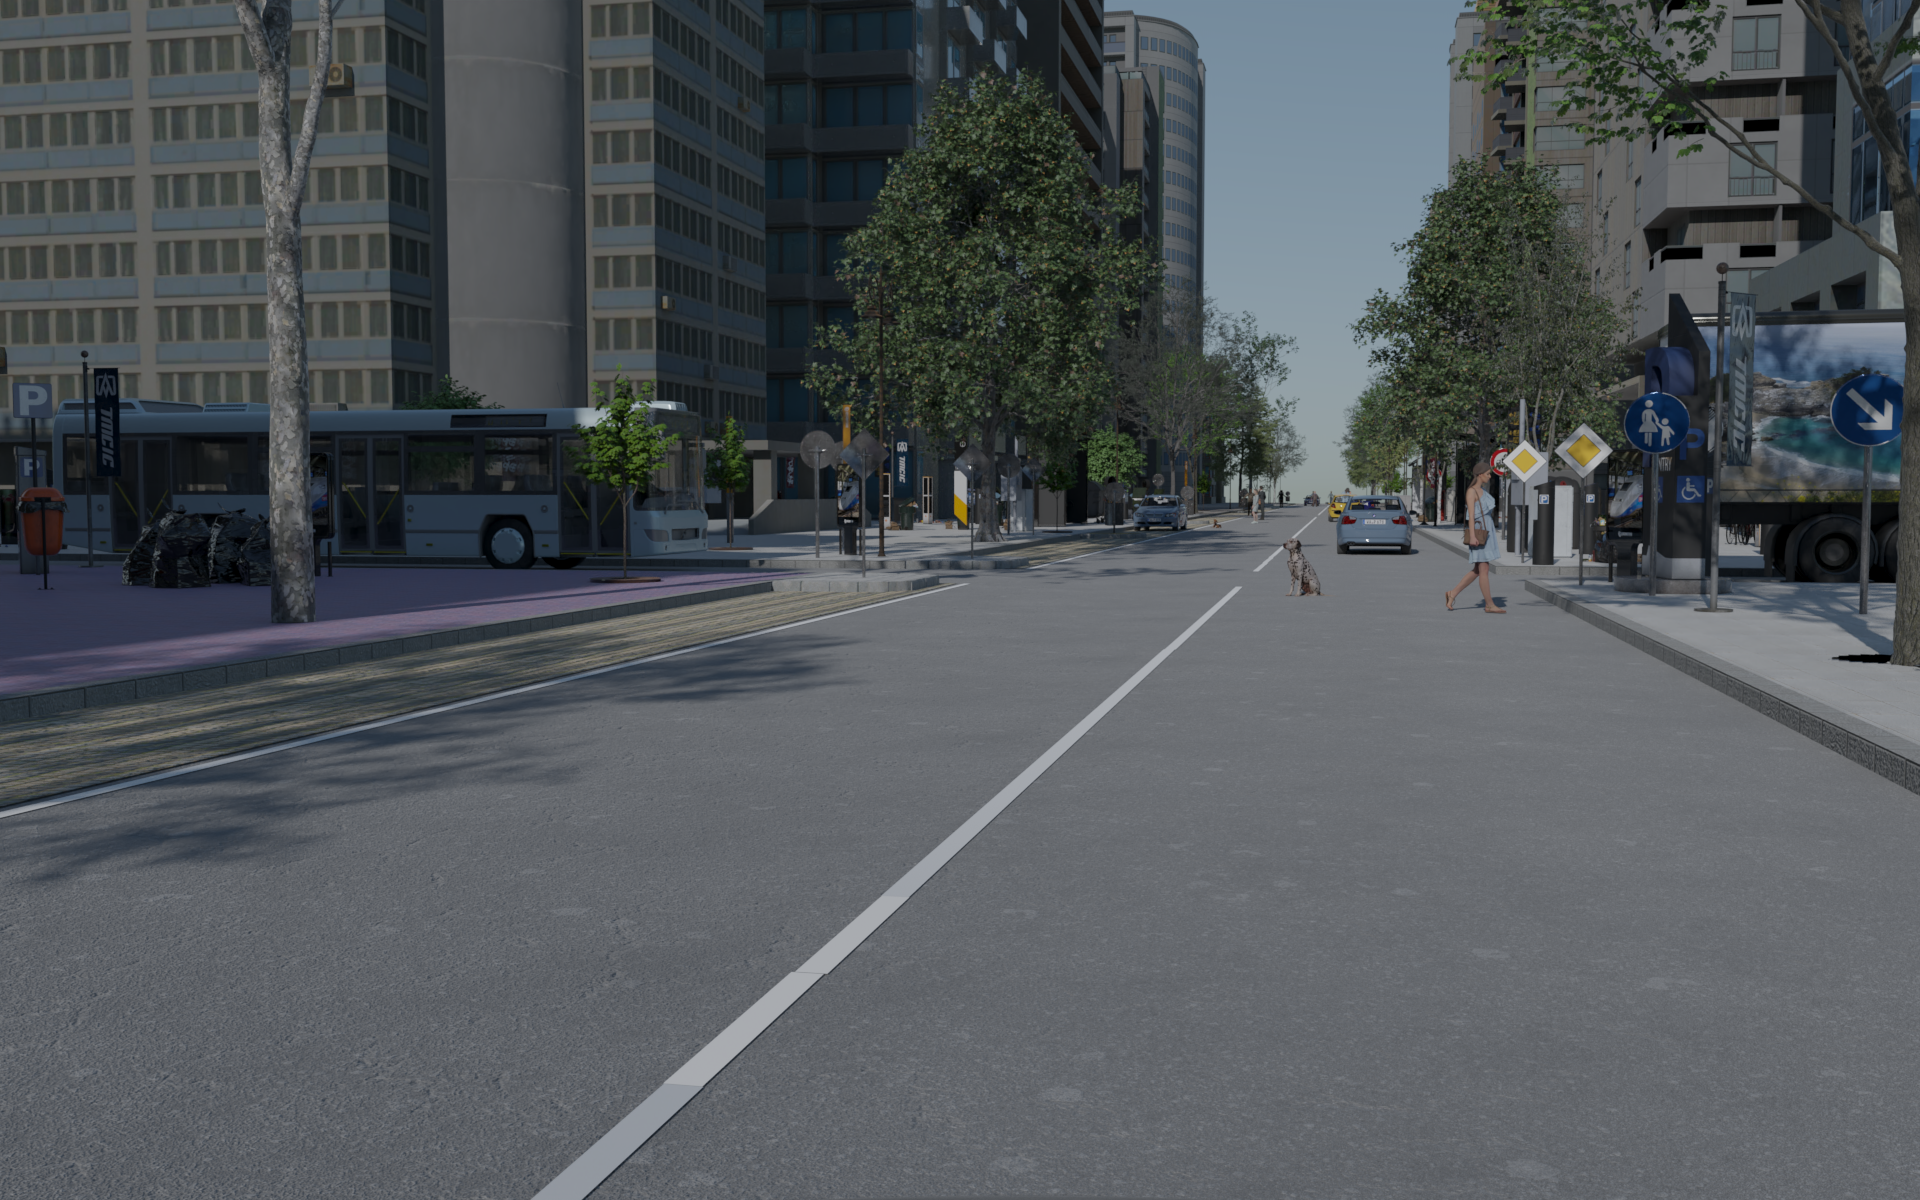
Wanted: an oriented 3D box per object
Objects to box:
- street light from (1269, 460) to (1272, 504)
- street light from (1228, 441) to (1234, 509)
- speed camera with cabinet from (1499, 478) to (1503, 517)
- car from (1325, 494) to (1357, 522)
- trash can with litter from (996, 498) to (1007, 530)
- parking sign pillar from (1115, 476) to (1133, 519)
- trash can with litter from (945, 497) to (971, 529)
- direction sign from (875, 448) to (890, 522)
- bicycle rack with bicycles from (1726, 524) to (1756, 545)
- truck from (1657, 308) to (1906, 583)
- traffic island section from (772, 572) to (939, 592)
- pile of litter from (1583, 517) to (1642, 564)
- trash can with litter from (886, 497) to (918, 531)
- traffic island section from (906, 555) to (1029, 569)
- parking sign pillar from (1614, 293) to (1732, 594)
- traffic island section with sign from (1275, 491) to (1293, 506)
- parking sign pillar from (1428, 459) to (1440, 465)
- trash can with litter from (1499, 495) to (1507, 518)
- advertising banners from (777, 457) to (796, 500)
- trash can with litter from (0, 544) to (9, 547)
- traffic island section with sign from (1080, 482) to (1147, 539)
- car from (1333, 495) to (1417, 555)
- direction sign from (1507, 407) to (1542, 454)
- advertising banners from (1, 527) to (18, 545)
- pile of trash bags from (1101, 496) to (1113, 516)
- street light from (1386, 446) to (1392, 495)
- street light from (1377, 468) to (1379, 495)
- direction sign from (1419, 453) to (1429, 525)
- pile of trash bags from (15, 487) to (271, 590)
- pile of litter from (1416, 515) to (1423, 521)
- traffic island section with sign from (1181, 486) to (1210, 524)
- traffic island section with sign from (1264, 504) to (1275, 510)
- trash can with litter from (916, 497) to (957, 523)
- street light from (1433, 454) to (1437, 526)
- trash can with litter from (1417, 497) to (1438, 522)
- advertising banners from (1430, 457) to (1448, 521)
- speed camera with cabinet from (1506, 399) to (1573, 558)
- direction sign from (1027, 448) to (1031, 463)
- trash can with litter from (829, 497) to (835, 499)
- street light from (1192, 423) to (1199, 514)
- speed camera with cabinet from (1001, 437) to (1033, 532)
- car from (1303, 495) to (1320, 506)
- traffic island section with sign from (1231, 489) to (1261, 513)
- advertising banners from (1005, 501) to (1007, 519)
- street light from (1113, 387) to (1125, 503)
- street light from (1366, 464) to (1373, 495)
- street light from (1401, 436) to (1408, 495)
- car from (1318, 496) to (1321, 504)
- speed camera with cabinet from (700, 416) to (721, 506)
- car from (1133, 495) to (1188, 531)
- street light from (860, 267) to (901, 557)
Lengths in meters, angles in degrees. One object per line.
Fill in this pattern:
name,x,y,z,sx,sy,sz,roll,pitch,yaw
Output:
street light,40.737,-15.567,227.304,0.468,5.910,1.993,1,4,12
street light,22.913,-10.639,146.737,0.468,5.910,1.993,1,4,12
speed camera with cabinet,30.572,-6.228,96.169,0.660,3.252,2.038,0,4,-3
car,19.979,-4.867,89.801,2.015,1.641,3.980,1,4,11
trash can with litter,1.980,-3.047,61.200,1.055,1.170,0.624,1,4,21
parking sign pillar,8.501,-6.214,90.064,1.447,3.967,1.447,2,4,29
trash can with litter,-0.113,-3.178,63.342,1.055,1.170,0.624,0,4,1
direction sign,-3.584,-5.369,79.773,0.876,3.537,0.379,-3,5,-43
bicycle rack with bicycles,19.740,-1.923,44.819,2.925,0.926,2.852,-3,5,-43
truck,16.912,-2.315,26.761,11.283,4.237,2.839,1,4,14
traffic island section,-1.498,-0.265,26.617,2.009,0.180,2.903,1,4,12
pile of litter,12.336,-1.138,32.575,1.176,0.858,1.719,1,4,8
trash can with litter,-2.045,-3.031,60.952,1.055,1.170,0.624,-2,4,-31
traffic island section,0.221,-0.742,34.415,2.009,0.180,2.903,1,4,12
parking sign pillar,9.389,-2.095,22.719,1.447,3.967,1.447,0,4,5
traffic island section with sign,39.495,-12.476,212.605,1.989,1.847,2.006,1,4,12
parking sign pillar,27.874,-6.958,102.240,1.447,3.967,1.447,0,4,-5
trash can with litter,28.758,-4.924,91.566,1.678,1.210,2.233,-2,4,-33
advertising banners,-8.320,-5.032,78.454,2.074,3.025,0.090,-2,4,-35
trash can with litter,-23.719,-1.858,41.436,1.678,1.210,2.233,0,4,-6
traffic island section with sign,5.012,-2.905,56.128,1.989,1.847,2.006,1,4,12
car,10.128,-1.852,42.283,2.014,1.417,4.499,1,4,14
direction sign,14.712,-3.255,45.217,0.876,3.537,0.379,3,4,37
advertising banners,-24.839,-2.919,43.912,2.074,3.025,0.090,0,4,2
pile of trash bags,8.577,-5.611,101.497,1.912,1.369,3.447,0,4,-6
street light,35.505,-10.433,143.373,0.468,5.910,1.993,1,4,12
street light,43.398,-12.661,179.789,0.468,5.910,1.993,1,4,12
direction sign,19.281,-4.884,71.854,0.379,3.537,0.876,2,4,26
pile of trash bags,-11.210,-0.882,24.177,3.447,1.369,1.912,-2,4,-31
pile of litter,22.778,-4.290,84.098,1.719,0.858,1.176,-1,4,-19
traffic island section with sign,10.950,-4.556,83.113,1.989,1.847,2.006,1,4,12
traffic island section with sign,27.399,-9.118,157.705,1.989,1.847,2.006,1,4,12
trash can with litter,-1.111,-4.000,76.460,2.233,1.210,1.678,2,4,28
street light,18.849,-5.855,68.517,0.468,5.910,1.993,1,4,12
trash can with litter,21.333,-4.128,78.881,1.055,1.170,0.624,-3,5,-40
advertising banners,22.794,-5.244,81.928,2.074,3.025,0.090,-3,5,-40
speed camera with cabinet,11.939,-2.520,35.533,0.660,3.252,2.038,0,4,-2
direction sign,3.332,-5.068,74.864,0.876,3.537,0.379,1,4,15
trash can with litter,-5.604,-3.999,76.763,0.624,1.170,1.055,1,4,11
street light,14.964,-8.413,110.334,0.468,5.910,1.993,1,4,12
speed camera with cabinet,1.960,-3.968,59.210,0.660,3.252,2.038,1,4,19
car,42.445,-12.019,209.088,1.945,1.354,3.894,1,4,13
traffic island section with sign,21.591,-7.506,131.357,1.989,1.847,2.006,1,4,12
advertising banners,2.702,-5.669,88.873,0.090,3.025,2.074,-1,4,-19
street light,6.539,-6.068,71.994,0.468,5.910,1.993,1,4,12
street light,53.247,-15.381,224.260,0.468,5.910,1.993,1,4,12
street light,27.460,-8.208,106.990,0.468,5.910,1.993,1,4,12
car,49.287,-13.986,241.257,1.945,1.354,3.894,1,4,12
speed camera with cabinet,-6.750,-2.999,43.376,0.660,3.252,2.038,2,4,24
car,7.940,-3.444,68.319,2.014,1.417,4.499,1,4,14
street light,-1.607,-3.828,35.380,0.468,5.910,1.993,1,4,12
